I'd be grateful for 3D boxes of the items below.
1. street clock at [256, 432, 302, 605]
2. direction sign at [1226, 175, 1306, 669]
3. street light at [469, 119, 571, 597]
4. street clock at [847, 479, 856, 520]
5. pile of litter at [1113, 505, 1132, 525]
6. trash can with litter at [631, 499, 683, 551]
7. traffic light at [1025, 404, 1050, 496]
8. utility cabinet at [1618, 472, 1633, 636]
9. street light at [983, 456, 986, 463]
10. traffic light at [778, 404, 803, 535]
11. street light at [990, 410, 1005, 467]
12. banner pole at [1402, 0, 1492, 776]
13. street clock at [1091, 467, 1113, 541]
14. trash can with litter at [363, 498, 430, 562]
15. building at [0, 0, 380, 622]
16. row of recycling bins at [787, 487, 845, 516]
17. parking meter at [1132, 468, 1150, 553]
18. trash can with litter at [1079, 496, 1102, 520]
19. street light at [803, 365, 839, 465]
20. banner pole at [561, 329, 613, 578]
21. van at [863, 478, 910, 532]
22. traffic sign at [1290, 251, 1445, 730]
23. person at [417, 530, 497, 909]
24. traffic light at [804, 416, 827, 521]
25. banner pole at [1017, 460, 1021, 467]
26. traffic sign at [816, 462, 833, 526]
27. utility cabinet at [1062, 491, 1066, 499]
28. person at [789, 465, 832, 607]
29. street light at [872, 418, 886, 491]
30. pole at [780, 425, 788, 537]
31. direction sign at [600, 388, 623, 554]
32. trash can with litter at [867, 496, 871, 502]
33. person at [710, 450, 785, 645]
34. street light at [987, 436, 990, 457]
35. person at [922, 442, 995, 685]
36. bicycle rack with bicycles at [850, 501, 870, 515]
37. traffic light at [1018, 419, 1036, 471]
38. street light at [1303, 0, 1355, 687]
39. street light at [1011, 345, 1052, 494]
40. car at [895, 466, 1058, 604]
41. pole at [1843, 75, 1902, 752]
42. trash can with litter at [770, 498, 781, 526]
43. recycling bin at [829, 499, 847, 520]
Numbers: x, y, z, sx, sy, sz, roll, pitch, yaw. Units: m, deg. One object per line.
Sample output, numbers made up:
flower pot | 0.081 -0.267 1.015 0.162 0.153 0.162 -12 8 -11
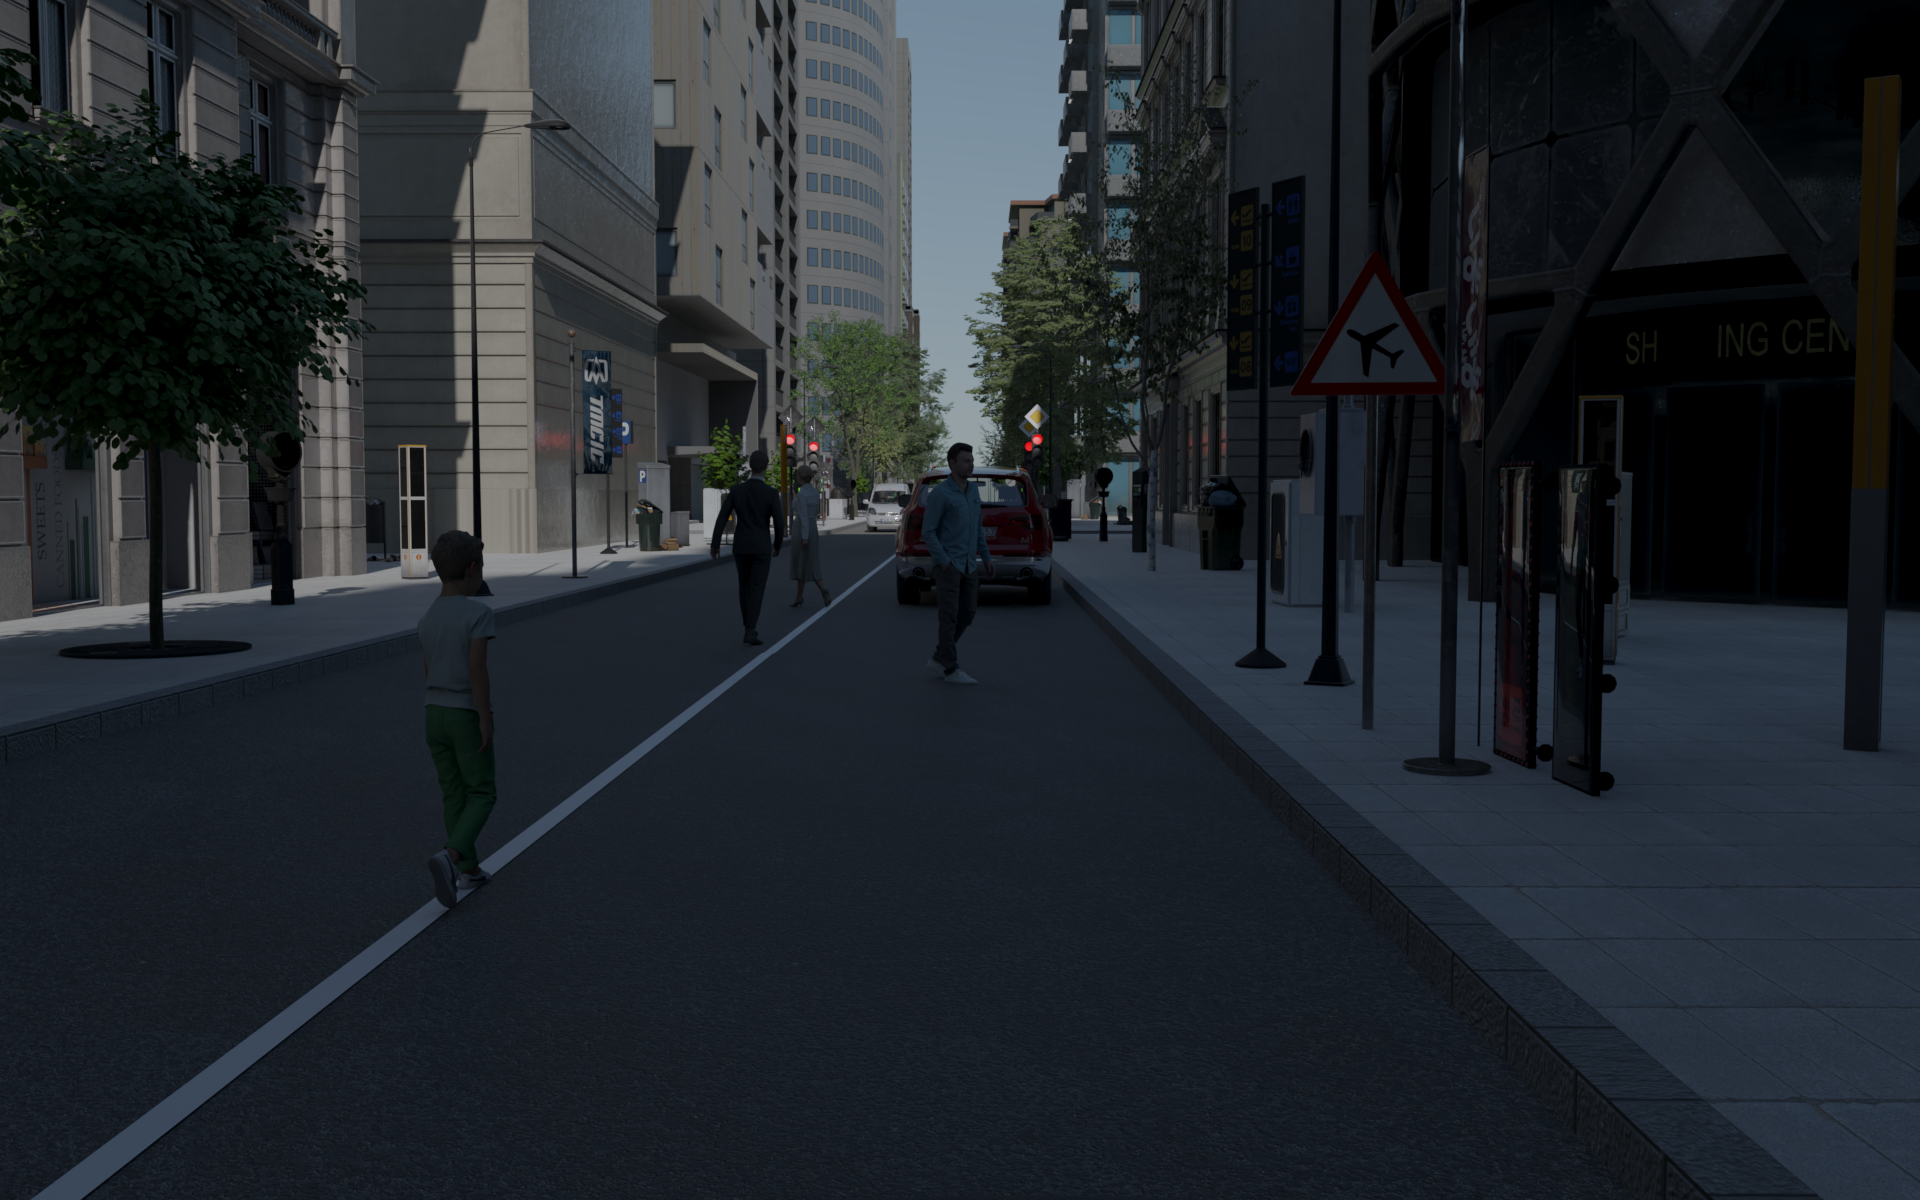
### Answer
street clock | -7.845 -0.944 20.006 0.358 2.002 0.471 2 4 28
direction sign | 2.237 -1.271 12.781 0.379 3.537 0.876 -2 4 -28
street light | -5.524 -3.002 21.627 1.470 5.913 1.316 0 4 0
street clock | -5.312 -4.918 84.985 0.358 2.002 0.471 3 4 37
pile of litter | 6.978 -3.560 72.172 1.176 0.858 1.719 0 4 3
trash can with litter | -6.814 -1.687 38.975 1.055 1.170 0.624 -3 5 -43
traffic light | 2.391 -3.989 54.145 0.839 4.253 0.868 0 4 0
utility cabinet | 5.632 -0.401 15.238 0.318 1.500 1.173 2 4 33
street light | 3.276 -12.092 170.252 1.470 5.913 1.316 0 4 0
traffic light | -5.270 -3.992 54.195 0.839 4.253 0.868 0 4 0
street light | 2.529 -7.470 94.675 1.470 5.913 1.316 0 4 0
banner pole | 2.208 -1.083 7.722 0.401 3.779 0.863 1 4 14
street clock | 3.891 -2.588 46.892 0.471 2.002 0.358 -1 4 -16
trash can with litter | -10.864 -1.339 32.955 2.233 1.210 1.678 0 4 8
building | -15.489 -10.634 15.674 13.314 21.916 24.055 0 4 0
row of recycling bins | -8.419 -5.720 100.641 3.534 1.692 1.069 -1 4 -10
parking meter | 3.970 -1.979 38.061 0.255 1.863 0.399 2 4 34
trash can with litter | 6.530 -4.613 86.804 1.055 1.170 0.624 -1 4 -12
street light | -5.083 -5.512 62.660 1.470 5.913 1.316 0 4 0
banner pole | -5.701 -2.233 26.519 0.863 3.779 0.401 -2 4 -32
van | -2.652 -3.606 65.972 2.013 2.044 4.112 0 4 0
traffic sign | 2.226 -0.574 9.386 0.884 2.594 0.081 0 4 4
person | -1.779 0.406 6.117 0.306 1.304 0.590 0 4 4
traffic light | -5.201 -4.481 62.180 0.839 4.253 0.868 0 4 0
banner pole | 3.008 -6.029 88.594 0.401 3.779 0.863 -1 4 -17
traffic sign | -5.414 -4.191 68.625 0.768 2.556 0.104 0 4 6
utility cabinet | 8.409 -7.615 133.186 1.173 1.500 0.318 0 4 -3
person | -1.890 -0.802 21.845 0.641 1.798 0.478 3 4 38
street light | -4.754 -8.123 105.356 1.470 5.913 1.316 0 4 0
pole | -5.197 -3.505 51.152 0.158 3.312 0.155 0 3 0
direction sign | -7.532 -2.754 37.031 0.379 3.537 0.876 2 4 34
trash can with litter | -6.797 -7.712 137.471 1.055 1.170 0.624 -1 4 -18
person | -1.982 -0.511 16.625 0.659 1.850 0.755 1 4 11
street light | 2.995 -10.075 137.275 1.470 5.913 1.316 0 4 0
person | -0.061 -0.289 13.249 0.620 1.820 0.660 2 4 35
bicycle rack with bicycles | -6.471 -5.815 108.459 2.852 0.926 2.925 1 4 11
traffic light | 2.460 -4.478 62.130 0.839 4.253 0.868 0 4 0
street light | 1.955 -2.385 11.533 1.470 5.913 1.316 0 4 0
street light | 2.289 -4.990 54.133 1.470 5.913 1.316 0 4 0
car | 0.234 -0.943 24.084 2.281 1.827 5.304 0 4 2
pole | 4.537 -0.903 8.609 0.158 3.312 0.155 0 3 0
trash can with litter | -7.462 -3.515 68.525 1.678 1.210 2.233 1 4 16
recycling bin | -6.162 -4.588 87.561 0.722 1.027 0.722 1 4 18
